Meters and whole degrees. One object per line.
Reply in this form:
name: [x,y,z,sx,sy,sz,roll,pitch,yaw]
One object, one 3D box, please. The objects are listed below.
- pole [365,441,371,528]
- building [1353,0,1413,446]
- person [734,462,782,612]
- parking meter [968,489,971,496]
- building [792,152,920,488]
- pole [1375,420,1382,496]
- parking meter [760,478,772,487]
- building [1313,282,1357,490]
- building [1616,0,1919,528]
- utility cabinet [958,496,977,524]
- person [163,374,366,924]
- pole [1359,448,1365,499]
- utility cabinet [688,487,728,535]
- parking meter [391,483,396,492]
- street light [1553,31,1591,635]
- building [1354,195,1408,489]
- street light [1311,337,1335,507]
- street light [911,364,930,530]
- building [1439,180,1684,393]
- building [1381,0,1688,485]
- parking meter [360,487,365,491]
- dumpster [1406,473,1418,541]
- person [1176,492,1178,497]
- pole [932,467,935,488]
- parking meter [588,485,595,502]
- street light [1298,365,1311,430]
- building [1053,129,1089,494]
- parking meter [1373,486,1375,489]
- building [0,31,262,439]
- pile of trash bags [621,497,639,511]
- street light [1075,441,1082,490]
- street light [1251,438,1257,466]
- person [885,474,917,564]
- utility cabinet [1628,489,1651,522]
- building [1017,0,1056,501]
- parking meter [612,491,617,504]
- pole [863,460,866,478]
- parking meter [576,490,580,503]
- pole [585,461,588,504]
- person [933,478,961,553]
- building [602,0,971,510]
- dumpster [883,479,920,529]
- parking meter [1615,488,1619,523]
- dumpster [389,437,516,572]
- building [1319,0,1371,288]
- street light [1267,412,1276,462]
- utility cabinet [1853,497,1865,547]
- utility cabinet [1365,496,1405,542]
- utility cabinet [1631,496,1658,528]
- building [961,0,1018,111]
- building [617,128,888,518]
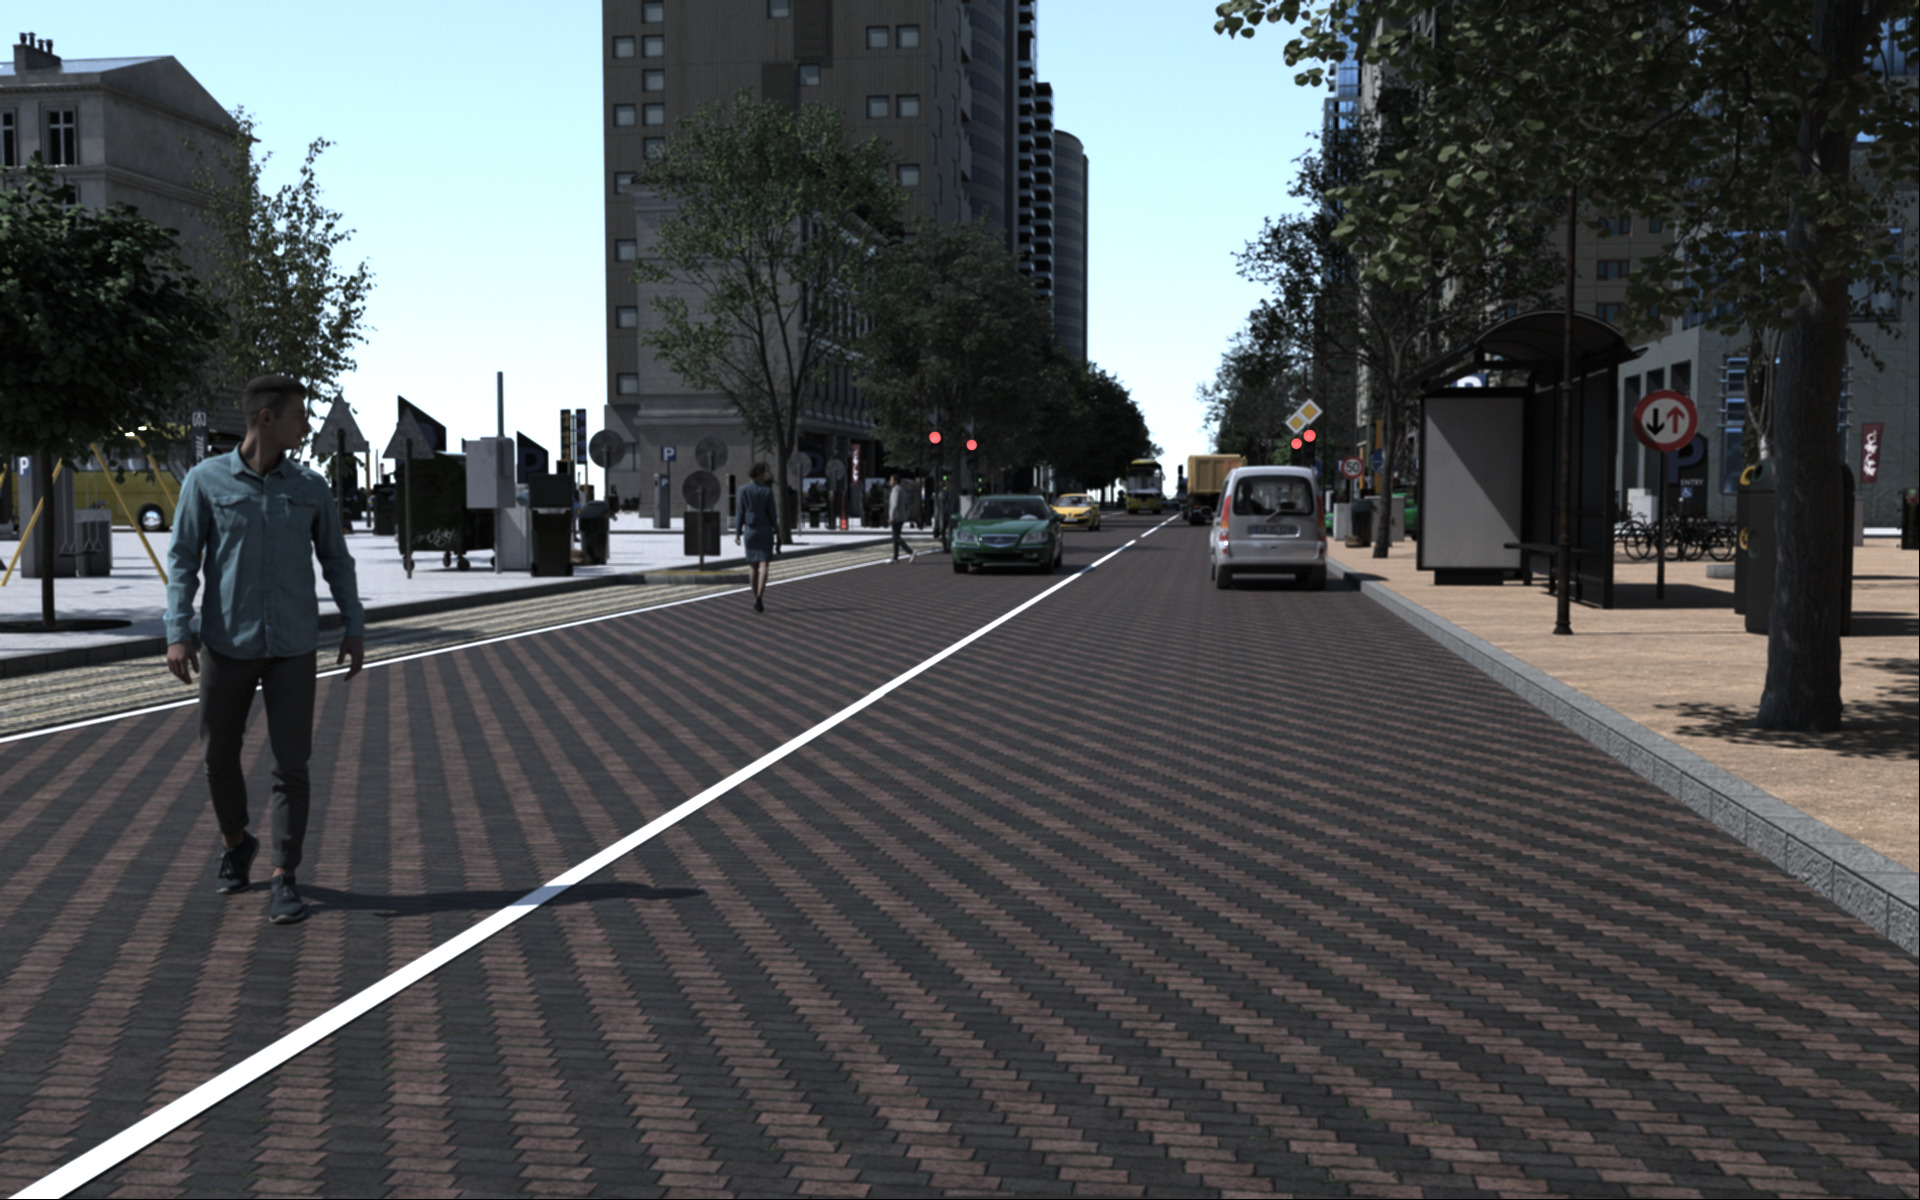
pole: [-22.630,-4.427,66.222,0.158,3.312,0.155,0,3,0]
building: [56.115,-36.093,179.361,28.713,52.752,27.495,1,4,8]
person: [-2.496,-0.776,21.211,0.581,1.822,0.654,1,4,11]
parking meter: [0.633,-6.246,107.828,0.255,1.863,0.399,0,4,3]
building: [-10.204,-17.822,121.072,12.332,23.373,15.834,1,4,8]
pole: [11.527,-3.295,47.715,0.158,3.312,0.155,0,3,0]
parking meter: [-7.132,-3.546,63.695,0.255,1.863,0.399,3,5,44]
building: [57.975,-29.273,250.308,14.160,30.474,14.107,1,4,8]
building: [45.136,-46.483,72.664,31.000,86.520,22.319,1,4,8]
utility cabinet: [0.220,-3.815,73.533,1.020,1.237,0.306,2,4,32]
person: [-2.408,0.142,6.045,0.638,1.841,0.748,-1,4,-18]
pole: [17.640,-5.027,76.029,0.158,3.312,0.155,0,3,0]
utility cabinet: [-7.729,-2.719,53.138,1.173,1.500,0.318,-1,4,-14]
parking meter: [-29.472,-5.150,89.906,0.255,1.863,0.399,1,4,9]
street light: [5.517,-2.623,15.668,0.468,5.910,1.993,1,4,8]
building: [44.638,-23.746,159.945,14.160,30.474,14.107,1,4,8]
street light: [10.599,-4.746,50.387,0.468,5.910,1.993,1,4,8]
street light: [-1.397,-5.446,61.830,0.468,5.910,1.993,1,4,8]
building: [47.817,-16.508,114.947,27.650,21.520,28.899,1,4,8]
building: [46.138,-42.980,140.974,20.563,71.187,20.611,1,4,8]
parking meter: [-47.398,-8.058,137.457,0.399,1.863,0.255,3,4,38]
dumpster: [12.808,-2.685,46.387,1.502,2.255,1.985,1,4,8]
person: [33.855,-15.927,269.614,1.217,1.736,0.721,-1,4,-17]
pole: [-1.958,-8.285,129.300,0.158,3.312,0.155,0,3,0]
parking meter: [-22.946,-6.244,107.799,0.255,1.863,0.399,1,4,19]
street light: [12.374,-5.469,62.204,0.468,5.910,1.993,1,4,8]
building: [8.896,-44.890,275.951,21.231,58.520,28.212,1,4,8]
parking meter: [28.730,-6.990,119.996,0.255,1.863,0.399,1,4,12]
building: [-54.321,-16.287,85.379,34.723,24.649,14.460,1,4,8]
pile of trash bags: [-24.317,-7.585,133.769,3.447,1.369,1.912,-2,4,-32]
street light: [9.515,-10.024,136.682,0.468,5.910,1.993,1,4,8]
street light: [23.427,-10.132,138.441,0.468,5.910,1.993,1,4,8]
person: [-1.202,-1.669,35.634,0.795,1.843,0.661,1,4,21]
utility cabinet: [27.449,-3.749,69.970,0.318,1.500,1.173,-1,4,-11]
building: [3.068,-57.084,245.999,22.319,86.520,31.000,1,4,8]
parking meter: [-26.276,-7.538,131.652,0.372,1.533,0.369,0,3,0]
pole: [-5.649,-6.641,102.417,0.158,3.312,0.155,0,3,0]
parking meter: [-22.995,-5.836,103.832,0.372,1.533,0.369,0,3,0]
pole: [-22.703,-6.817,105.293,0.158,3.312,0.155,0,3,0]
person: [-0.332,-2.058,42.255,0.694,1.812,0.767,1,4,16]
building: [-13.777,-34.383,151.404,28.713,52.752,27.495,1,4,8]
dumpster: [-2.179,-3.629,65.086,1.264,1.857,1.865,0,4,8]
parking meter: [28.870,-4.158,76.391,0.372,1.533,0.369,0,3,0]
dumpster: [-8.577,-1.642,29.347,1.502,2.255,1.985,1,4,8]
building: [65.237,-58.570,270.290,22.319,86.520,31.000,1,4,8]
street light: [17.472,-7.615,97.285,0.468,5.910,1.993,1,4,8]
utility cabinet: [21.418,-1.896,42.169,1.020,1.237,0.306,0,4,5]
utility cabinet: [11.368,-2.154,46.379,1.020,1.237,0.306,0,4,3]
utility cabinet: [26.056,-3.350,65.931,0.306,1.237,1.020,-1,4,-23]
building: [-6.085,-38.928,178.467,21.231,58.520,28.212,1,4,8]
building: [-12.675,-14.813,93.107,10.553,20.767,40.483,1,4,8]
